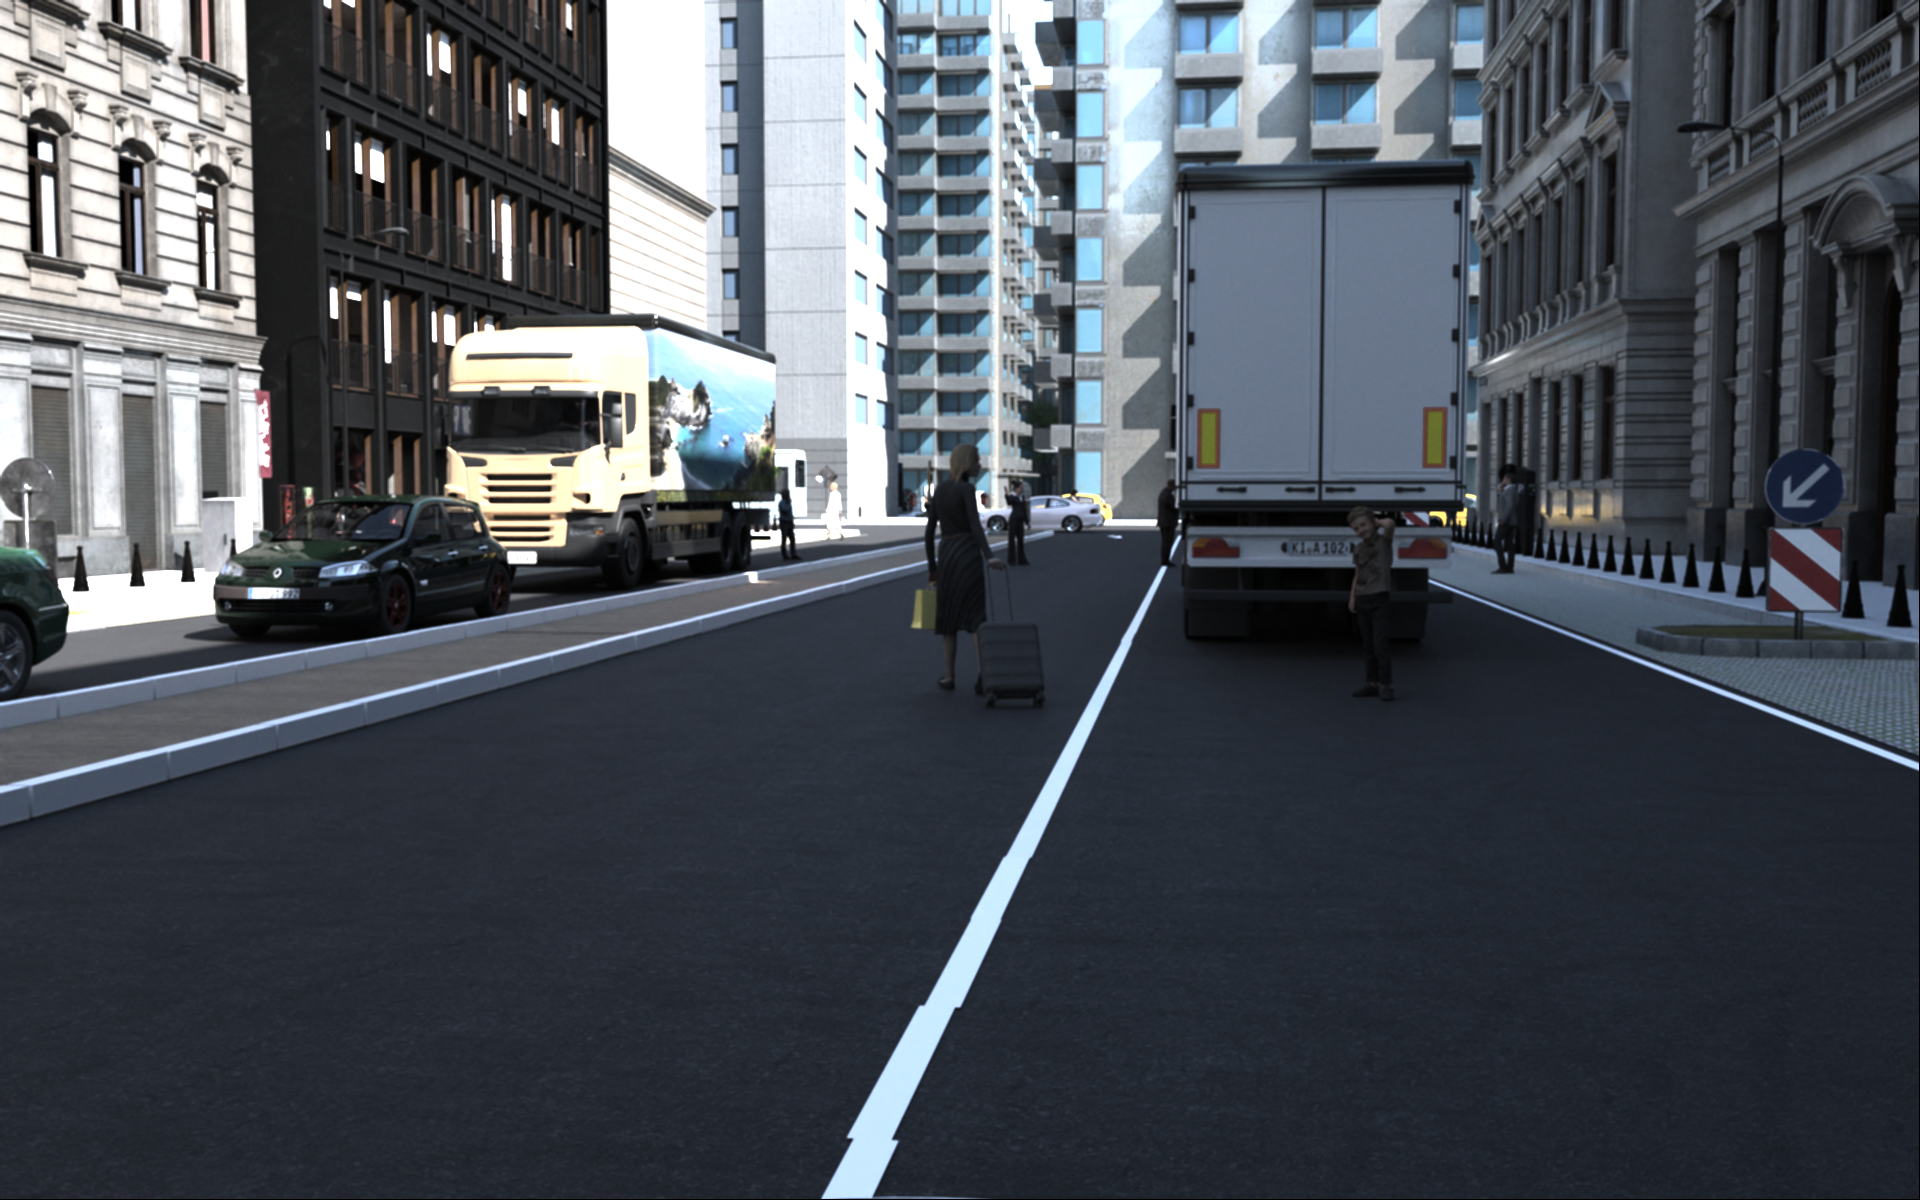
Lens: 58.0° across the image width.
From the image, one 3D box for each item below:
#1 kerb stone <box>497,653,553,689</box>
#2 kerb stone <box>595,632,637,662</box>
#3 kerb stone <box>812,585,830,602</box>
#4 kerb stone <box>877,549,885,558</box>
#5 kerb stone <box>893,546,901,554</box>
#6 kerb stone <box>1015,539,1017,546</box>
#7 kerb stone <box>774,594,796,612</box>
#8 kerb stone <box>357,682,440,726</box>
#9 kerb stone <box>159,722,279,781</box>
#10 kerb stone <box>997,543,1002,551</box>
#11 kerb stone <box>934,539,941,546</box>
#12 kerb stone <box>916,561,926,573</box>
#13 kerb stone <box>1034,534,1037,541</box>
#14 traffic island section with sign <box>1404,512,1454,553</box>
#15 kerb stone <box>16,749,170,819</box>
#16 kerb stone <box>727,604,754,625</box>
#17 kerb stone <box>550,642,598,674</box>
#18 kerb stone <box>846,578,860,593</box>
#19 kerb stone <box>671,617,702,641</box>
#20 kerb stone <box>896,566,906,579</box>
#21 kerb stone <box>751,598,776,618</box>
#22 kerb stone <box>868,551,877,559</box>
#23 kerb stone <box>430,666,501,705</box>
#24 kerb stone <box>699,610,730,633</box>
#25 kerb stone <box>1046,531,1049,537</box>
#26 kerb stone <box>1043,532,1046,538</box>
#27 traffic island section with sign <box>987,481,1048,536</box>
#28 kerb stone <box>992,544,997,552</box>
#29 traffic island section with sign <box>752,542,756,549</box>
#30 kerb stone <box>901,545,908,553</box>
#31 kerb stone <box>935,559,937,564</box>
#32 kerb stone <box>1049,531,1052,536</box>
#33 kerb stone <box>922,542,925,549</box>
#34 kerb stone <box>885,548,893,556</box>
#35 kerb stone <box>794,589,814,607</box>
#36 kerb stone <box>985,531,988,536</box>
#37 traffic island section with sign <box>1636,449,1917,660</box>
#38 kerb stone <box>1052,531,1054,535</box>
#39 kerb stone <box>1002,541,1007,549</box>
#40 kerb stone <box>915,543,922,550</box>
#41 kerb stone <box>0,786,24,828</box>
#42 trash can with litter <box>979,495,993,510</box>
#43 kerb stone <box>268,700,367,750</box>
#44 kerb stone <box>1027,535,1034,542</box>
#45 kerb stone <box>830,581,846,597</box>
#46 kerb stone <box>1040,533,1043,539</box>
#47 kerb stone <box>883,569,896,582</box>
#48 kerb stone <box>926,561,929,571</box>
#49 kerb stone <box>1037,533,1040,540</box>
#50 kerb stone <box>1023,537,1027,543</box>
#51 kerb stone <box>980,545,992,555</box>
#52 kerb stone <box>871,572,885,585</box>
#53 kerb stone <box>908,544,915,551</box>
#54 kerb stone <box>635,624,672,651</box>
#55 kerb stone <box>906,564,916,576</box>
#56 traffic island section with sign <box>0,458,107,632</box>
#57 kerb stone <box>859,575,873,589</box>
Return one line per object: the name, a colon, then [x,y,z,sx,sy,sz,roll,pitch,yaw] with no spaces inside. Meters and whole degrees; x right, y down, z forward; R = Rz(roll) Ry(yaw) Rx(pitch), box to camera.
kerb stone: [-3.368,0.549,13.223,0.120,0.150,1.000,0,4,8]
kerb stone: [-3.089,0.424,15.264,0.120,0.150,1.000,0,4,8]
kerb stone: [-1.950,-0.073,23.399,0.120,0.150,1.000,0,4,8]
kerb stone: [-1.888,-1.028,39.010,0.120,0.150,1.000,0,4,8]
kerb stone: [-1.607,-1.148,41.042,0.120,0.150,1.000,0,4,8]
kerb stone: [1.451,-1.566,47.807,0.120,0.150,1.000,0,4,8]
kerb stone: [-2.234,0.051,21.370,0.120,0.150,1.000,0,4,8]
kerb stone: [-3.650,0.673,11.186,0.120,0.150,1.000,0,4,8]
kerb stone: [-3.935,0.801,9.155,0.120,0.150,1.000,0,4,8]
kerb stone: [0.886,-1.318,43.742,0.120,0.150,1.000,0,4,8]
kerb stone: [-0.614,-1.588,48.181,0.120,0.150,1.000,0,4,8]
kerb stone: [-0.811,-0.570,31.522,0.120,0.150,1.000,0,4,8]
kerb stone: [2.169,-1.870,52.891,0.120,0.150,1.000,0,4,8]
traffic island section with sign: [11.150,-2.107,43.074,1.989,1.847,2.006,0,4,8]
kerb stone: [-4.076,0.860,8.137,0.120,0.150,1.000,0,4,8]
kerb stone: [-2.517,0.175,19.331,0.120,0.150,1.000,0,4,8]
kerb stone: [-3.225,0.486,14.242,0.120,0.150,1.000,0,4,8]
kerb stone: [-1.655,-0.193,25.429,0.120,0.150,1.000,0,4,8]
kerb stone: [-2.801,0.304,17.300,0.120,0.150,1.000,0,4,8]
kerb stone: [-1.099,-0.446,29.493,0.120,0.150,1.000,0,4,8]
kerb stone: [-2.379,0.113,20.356,0.120,0.150,1.000,0,4,8]
kerb stone: [-2.039,-0.963,37.997,0.120,0.150,1.000,0,4,8]
kerb stone: [-3.515,0.611,12.209,0.120,0.150,1.000,0,4,8]
kerb stone: [-2.652,0.237,18.315,0.120,0.150,1.000,0,4,8]
kerb stone: [2.731,-2.127,56.964,0.120,0.150,1.000,0,4,8]
kerb stone: [2.584,-2.064,55.946,0.120,0.150,1.000,0,4,8]
traffic island section with sign: [2.055,-3.150,59.643,2.006,1.907,1.989,0,4,8]
kerb stone: [0.740,-1.255,42.728,0.120,0.150,1.000,0,4,8]
traffic island section with sign: [-6.429,-2.243,45.296,1.989,1.847,2.006,0,4,8]
kerb stone: [-1.467,-1.215,42.057,0.120,0.150,1.000,0,4,8]
kerb stone: [-0.536,-0.695,33.558,0.120,0.150,1.000,0,4,8]
kerb stone: [2.876,-2.189,57.981,0.120,0.150,1.000,0,4,8]
kerb stone: [-1.043,-1.402,45.115,0.120,0.150,1.000,0,4,8]
kerb stone: [-1.759,-1.091,40.028,0.120,0.150,1.000,0,4,8]
kerb stone: [-2.092,-0.006,22.385,0.120,0.150,1.000,0,4,8]
kerb stone: [0.942,-2.276,59.403,0.120,0.150,1.000,0,4,8]
traffic island section with sign: [7.382,-0.447,15.931,1.989,1.847,2.006,0,4,8]
kerb stone: [3.013,-2.251,59.003,0.120,0.150,1.000,0,4,8]
kerb stone: [1.024,-1.380,44.760,0.120,0.150,1.000,0,4,8]
kerb stone: [-1.184,-1.339,44.091,0.120,0.150,1.000,0,4,8]
kerb stone: [-4.218,0.922,7.122,0.120,0.150,1.000,0,4,8]
trash can with litter: [2.011,-7.766,138.038,1.678,1.210,2.233,2,4,28]
kerb stone: [-3.795,0.737,10.172,0.120,0.150,1.000,0,4,8]
kerb stone: [2.022,-1.815,51.877,0.120,0.150,1.000,0,4,8]
kerb stone: [-1.809,-0.133,24.415,0.120,0.150,1.000,0,4,8]
kerb stone: [2.446,-1.999,54.930,0.120,0.150,1.000,0,4,8]
kerb stone: [-1.246,-0.384,28.479,0.120,0.150,1.000,0,4,8]
kerb stone: [-0.671,-0.632,32.537,0.120,0.150,1.000,0,4,8]
kerb stone: [2.298,-1.938,53.908,0.120,0.150,1.000,0,4,8]
kerb stone: [1.737,-1.689,49.836,0.120,0.150,1.000,0,4,8]
kerb stone: [0.601,-1.193,41.703,0.120,0.150,1.000,0,4,8]
kerb stone: [-1.382,-0.322,27.463,0.120,0.150,1.000,0,4,8]
kerb stone: [-1.328,-1.277,43.074,0.120,0.150,1.000,0,4,8]
kerb stone: [-2.937,0.362,16.278,0.120,0.150,1.000,0,4,8]
kerb stone: [-0.958,-0.504,30.508,0.120,0.150,1.000,0,4,8]
traffic island section with sign: [-10.206,-0.587,18.229,1.989,1.847,2.006,0,4,8]
kerb stone: [-1.523,-0.260,26.444,0.120,0.150,1.000,0,4,8]
